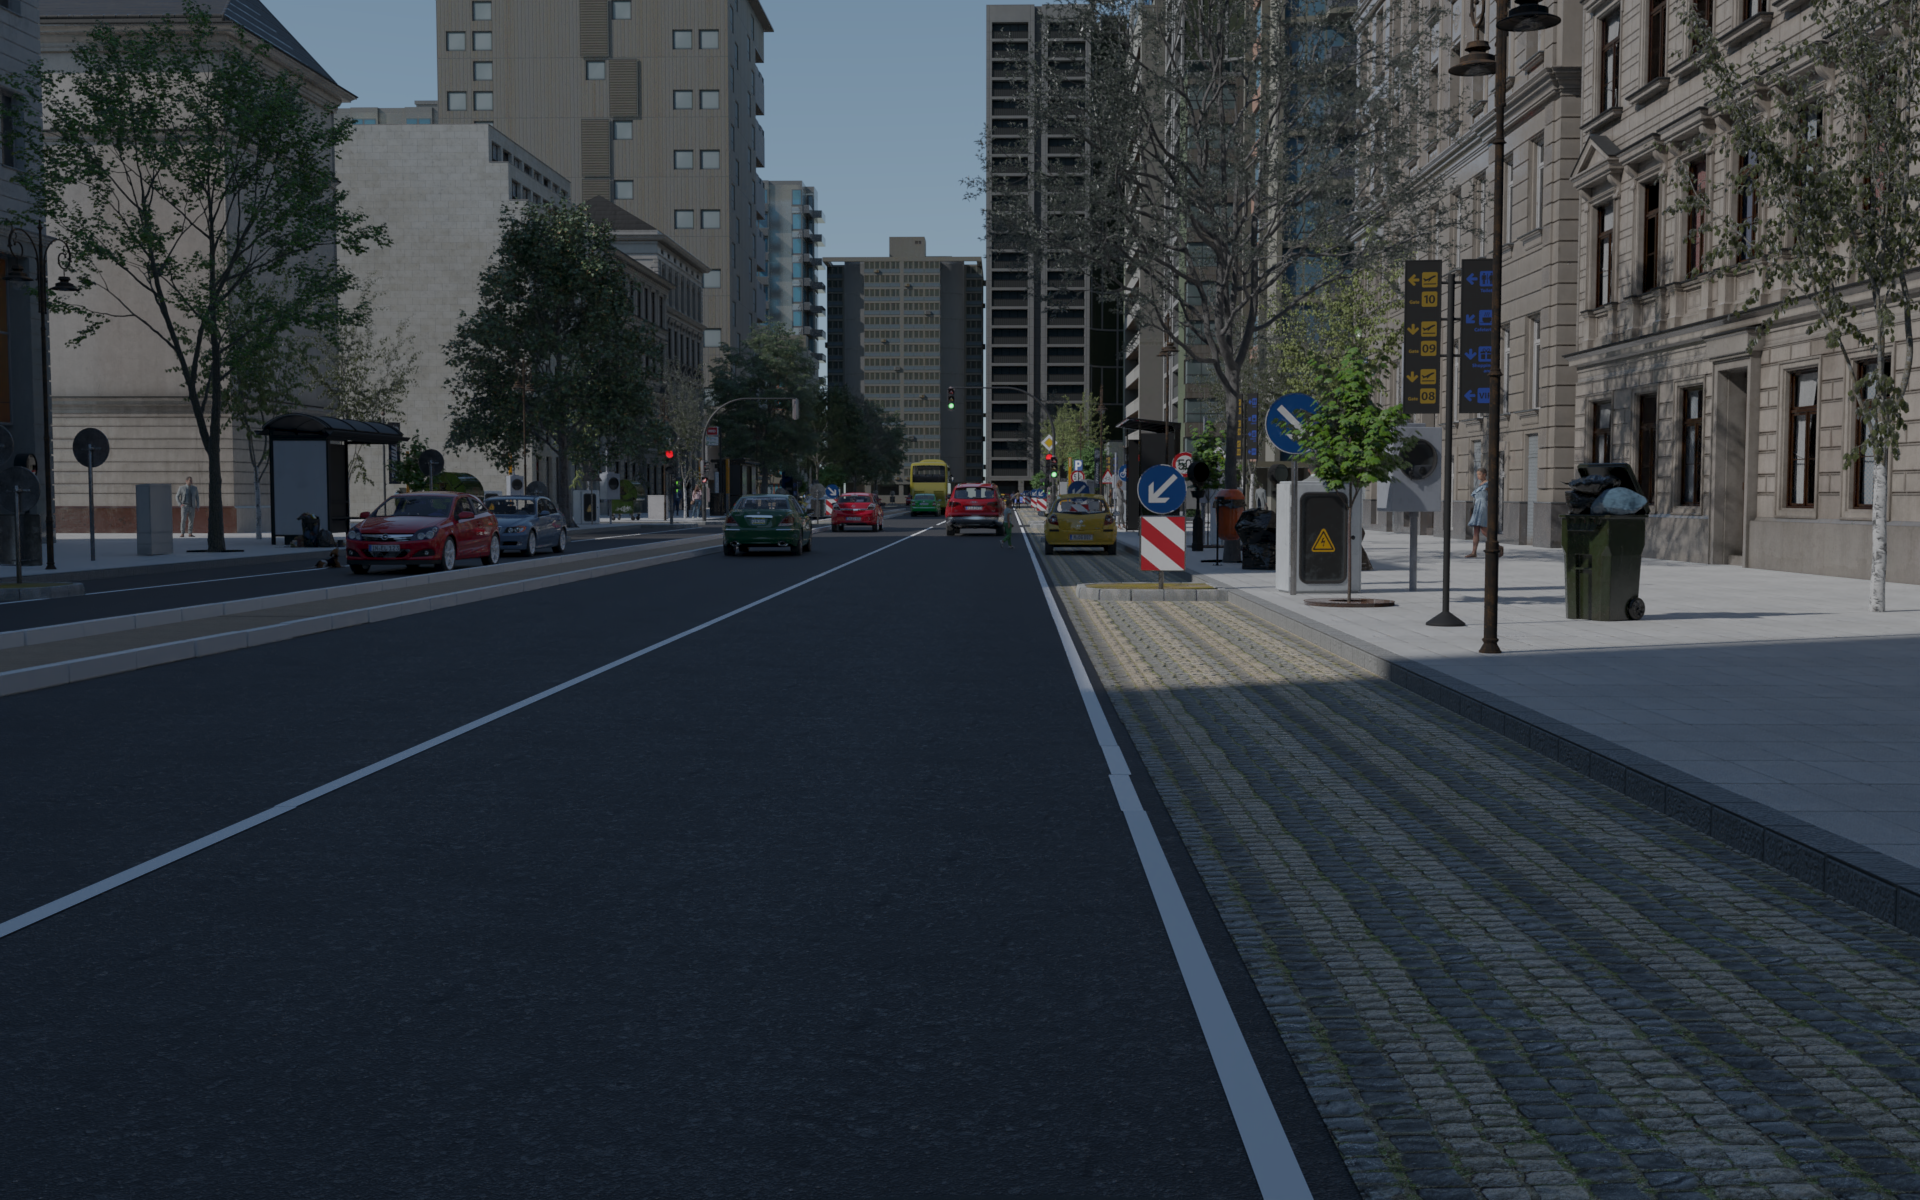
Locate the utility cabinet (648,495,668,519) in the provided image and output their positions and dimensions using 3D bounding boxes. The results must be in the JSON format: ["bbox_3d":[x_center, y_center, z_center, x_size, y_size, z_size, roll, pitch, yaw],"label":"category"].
[{"bbox_3d":[-15.428,-4.734,88.557,1.020,1.237,0.306,1,4,19],"label":"utility cabinet"}]

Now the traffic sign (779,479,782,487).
[{"bbox_3d":[-13.848,-8.331,136.316,0.768,2.556,0.104,1,4,9],"label":"traffic sign"}]

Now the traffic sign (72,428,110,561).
[{"bbox_3d":[-16.662,-2.025,33.209,0.768,2.556,0.104,0,4,8],"label":"traffic sign"}]

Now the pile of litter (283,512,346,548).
[{"bbox_3d":[-15.640,-1.705,41.848,1.719,0.858,1.176,1,4,13],"label":"pile of litter"}]

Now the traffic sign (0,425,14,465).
[{"bbox_3d":[-17.481,-1.909,31.324,0.768,2.556,0.104,0,4,4],"label":"traffic sign"}]

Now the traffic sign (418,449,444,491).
[{"bbox_3d":[-14.912,-2.981,48.853,0.768,2.556,0.104,0,4,7],"label":"traffic sign"}]

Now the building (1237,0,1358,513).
[{"bbox_3d":[29.393,-27.256,100.254,28.867,44.769,22.147,0,4,2],"label":"building"}]

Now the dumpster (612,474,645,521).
[{"bbox_3d":[-16.187,-4.979,83.900,1.502,2.255,1.985,0,4,1],"label":"dumpster"}]

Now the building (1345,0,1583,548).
[{"bbox_3d":[19.906,-15.579,51.980,12.463,27.353,25.104,0,4,2],"label":"building"}]

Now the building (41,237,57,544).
[{"bbox_3d":[-29.434,-15.436,29.870,11.434,29.767,29.804,0,4,2],"label":"building"}]

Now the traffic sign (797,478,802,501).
[{"bbox_3d":[-12.741,-8.299,135.793,0.768,2.556,0.104,0,4,7],"label":"traffic sign"}]

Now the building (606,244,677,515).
[{"bbox_3d":[-25.988,-15.391,116.265,10.561,19.102,19.286,0,4,2],"label":"building"}]

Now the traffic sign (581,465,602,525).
[{"bbox_3d":[-15.434,-4.440,72.591,0.884,2.594,0.081,0,4,3],"label":"traffic sign"}]

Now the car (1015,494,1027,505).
[{"bbox_3d":[7.975,-13.117,224.049,1.945,1.707,3.694,0,4,0],"label":"car"}]

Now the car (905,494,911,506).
[{"bbox_3d":[-5.801,-12.716,216.944,2.155,1.783,4.494,0,4,2],"label":"car"}]

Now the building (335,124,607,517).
[{"bbox_3d":[-27.220,-14.891,98.216,10.420,20.320,16.860,0,4,2],"label":"building"}]

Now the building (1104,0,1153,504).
[{"bbox_3d":[29.418,-54.647,206.142,22.319,86.520,31.000,0,4,2],"label":"building"}]

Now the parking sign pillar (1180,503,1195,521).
[{"bbox_3d":[10.493,-5.750,82.482,1.447,3.967,1.447,1,4,15],"label":"parking sign pillar"}]

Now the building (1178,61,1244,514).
[{"bbox_3d":[21.899,-21.255,119.216,14.160,30.474,14.107,0,4,2],"label":"building"}]

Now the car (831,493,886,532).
[{"bbox_3d":[-3.955,-3.554,67.144,2.155,1.783,4.494,0,4,1],"label":"car"}]

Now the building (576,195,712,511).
[{"bbox_3d":[-26.620,-18.794,136.167,11.050,23.489,19.941,0,4,2],"label":"building"}]

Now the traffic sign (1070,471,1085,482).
[{"bbox_3d":[6.213,-5.585,91.423,0.768,2.556,0.104,0,4,6],"label":"traffic sign"}]

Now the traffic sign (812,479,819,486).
[{"bbox_3d":[-12.417,-9.058,148.208,0.768,2.556,0.104,0,4,5],"label":"traffic sign"}]

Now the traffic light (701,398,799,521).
[{"bbox_3d":[-9.990,-6.556,81.855,4.771,5.953,1.251,0,4,2],"label":"traffic light"}]

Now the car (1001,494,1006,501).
[{"bbox_3d":[3.416,-8.456,148.480,2.015,1.641,3.980,0,4,0],"label":"car"}]

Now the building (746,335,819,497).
[{"bbox_3d":[-33.112,-22.467,212.381,28.899,21.520,27.650,0,4,2],"label":"building"}]

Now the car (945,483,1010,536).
[{"bbox_3d":[0.613,-3.207,61.103,2.281,1.827,5.304,0,4,3],"label":"car"}]

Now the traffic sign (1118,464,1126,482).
[{"bbox_3d":[7.083,-4.483,73.403,0.768,2.556,0.104,1,4,8],"label":"traffic sign"}]

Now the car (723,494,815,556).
[{"bbox_3d":[-4.610,-1.835,41.802,2.131,1.459,4.920,0,4,0],"label":"car"}]

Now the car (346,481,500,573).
[{"bbox_3d":[-10.065,-1.443,32.635,2.155,1.783,4.494,0,4,2],"label":"car"}]

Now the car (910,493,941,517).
[{"bbox_3d":[-2.195,-6.243,110.863,1.959,1.807,4.718,0,4,2],"label":"car"}]

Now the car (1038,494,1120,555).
[{"bbox_3d":[2.887,-1.936,41.880,2.015,1.641,3.980,0,4,3],"label":"car"}]

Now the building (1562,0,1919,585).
[{"bbox_3d":[18.384,-10.121,30.111,10.561,19.102,19.286,0,4,2],"label":"building"}]

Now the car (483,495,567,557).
[{"bbox_3d":[-10.584,-1.777,41.055,2.014,1.417,4.499,0,4,1],"label":"car"}]

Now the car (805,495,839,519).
[{"bbox_3d":[-7.776,-5.354,99.897,2.083,1.381,4.827,0,4,3],"label":"car"}]

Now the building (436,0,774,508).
[{"bbox_3d":[-34.173,-35.642,171.990,28.713,52.752,27.495,0,4,2],"label":"building"}]

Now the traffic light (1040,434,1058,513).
[{"bbox_3d":[4.172,-5.659,81.443,0.839,4.253,0.868,0,4,2],"label":"traffic light"}]

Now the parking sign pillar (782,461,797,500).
[{"bbox_3d":[-13.111,-8.840,133.002,1.447,3.967,1.447,3,5,42],"label":"parking sign pillar"}]

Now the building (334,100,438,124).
[{"bbox_3d":[-62.903,-36.347,213.874,30.456,49.044,23.786,0,4,2],"label":"building"}]

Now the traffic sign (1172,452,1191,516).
[{"bbox_3d":[6.791,-3.196,52.366,0.768,2.556,0.104,0,4,6],"label":"traffic sign"}]

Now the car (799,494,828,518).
[{"bbox_3d":[-8.765,-5.837,105.655,2.015,1.641,3.980,0,4,3],"label":"car"}]

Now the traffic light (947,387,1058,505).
[{"bbox_3d":[1.856,-6.037,73.378,4.771,5.953,1.251,0,4,2],"label":"traffic light"}]

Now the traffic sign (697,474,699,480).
[{"bbox_3d":[-15.046,-6.171,100.628,0.795,2.593,0.064,0,4,7],"label":"traffic sign"}]

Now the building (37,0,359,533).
[{"bbox_3d":[-32.526,-12.004,60.885,19.286,19.102,10.561,0,4,2],"label":"building"}]

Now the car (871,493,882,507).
[{"bbox_3d":[-6.921,-7.405,130.106,2.155,1.783,4.494,0,4,2],"label":"car"}]

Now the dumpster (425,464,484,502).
[{"bbox_3d":[-16.207,-3.228,55.271,1.502,2.255,1.985,0,4,2],"label":"dumpster"}]

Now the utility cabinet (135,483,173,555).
[{"bbox_3d":[-16.983,-1.701,36.494,0.318,1.500,1.173,0,4,-4],"label":"utility cabinet"}]

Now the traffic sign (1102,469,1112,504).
[{"bbox_3d":[7.504,-5.381,87.991,0.884,2.594,0.081,0,4,3],"label":"traffic sign"}]

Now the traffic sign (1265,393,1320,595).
[{"bbox_3d":[4.232,-1.334,21.915,0.768,2.556,0.104,0,4,5],"label":"traffic sign"}]
